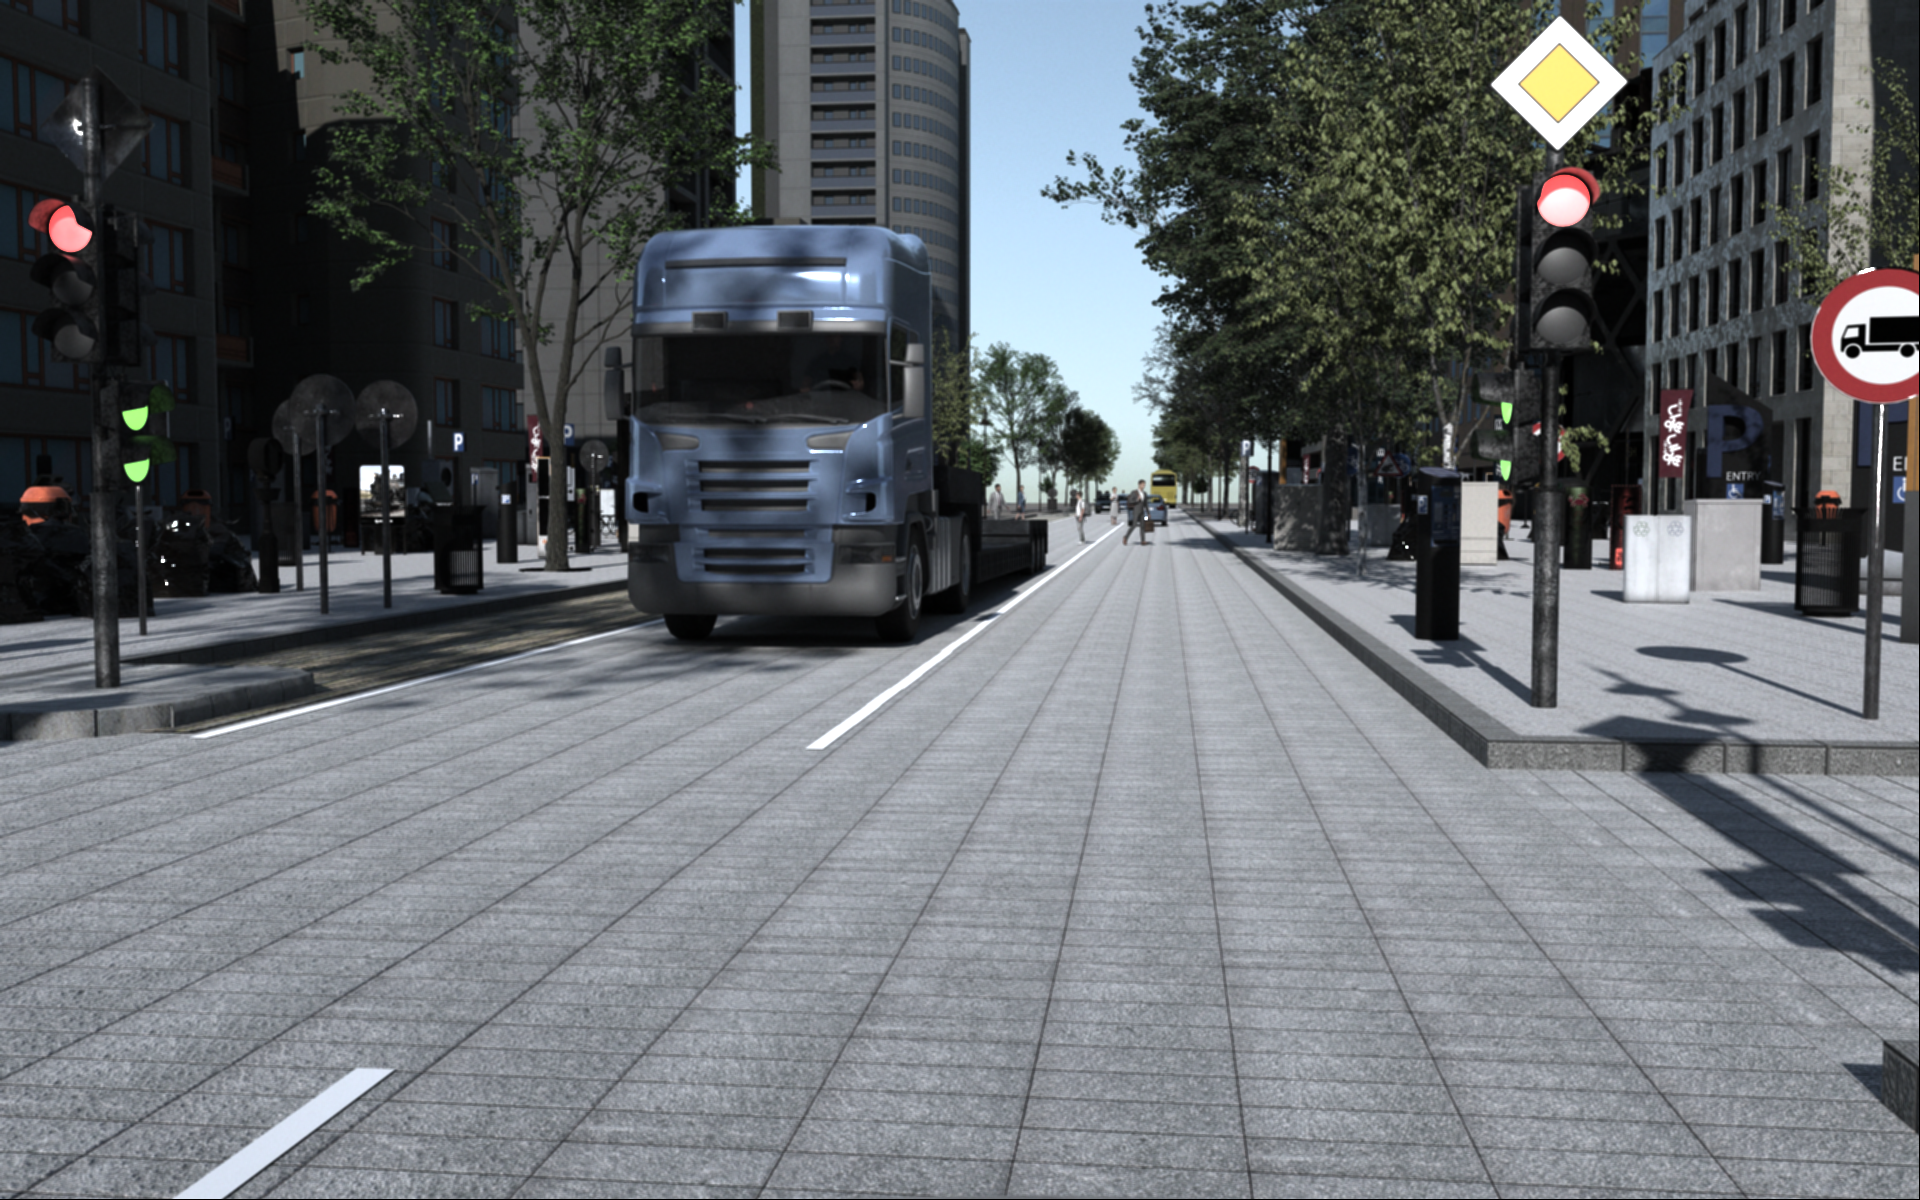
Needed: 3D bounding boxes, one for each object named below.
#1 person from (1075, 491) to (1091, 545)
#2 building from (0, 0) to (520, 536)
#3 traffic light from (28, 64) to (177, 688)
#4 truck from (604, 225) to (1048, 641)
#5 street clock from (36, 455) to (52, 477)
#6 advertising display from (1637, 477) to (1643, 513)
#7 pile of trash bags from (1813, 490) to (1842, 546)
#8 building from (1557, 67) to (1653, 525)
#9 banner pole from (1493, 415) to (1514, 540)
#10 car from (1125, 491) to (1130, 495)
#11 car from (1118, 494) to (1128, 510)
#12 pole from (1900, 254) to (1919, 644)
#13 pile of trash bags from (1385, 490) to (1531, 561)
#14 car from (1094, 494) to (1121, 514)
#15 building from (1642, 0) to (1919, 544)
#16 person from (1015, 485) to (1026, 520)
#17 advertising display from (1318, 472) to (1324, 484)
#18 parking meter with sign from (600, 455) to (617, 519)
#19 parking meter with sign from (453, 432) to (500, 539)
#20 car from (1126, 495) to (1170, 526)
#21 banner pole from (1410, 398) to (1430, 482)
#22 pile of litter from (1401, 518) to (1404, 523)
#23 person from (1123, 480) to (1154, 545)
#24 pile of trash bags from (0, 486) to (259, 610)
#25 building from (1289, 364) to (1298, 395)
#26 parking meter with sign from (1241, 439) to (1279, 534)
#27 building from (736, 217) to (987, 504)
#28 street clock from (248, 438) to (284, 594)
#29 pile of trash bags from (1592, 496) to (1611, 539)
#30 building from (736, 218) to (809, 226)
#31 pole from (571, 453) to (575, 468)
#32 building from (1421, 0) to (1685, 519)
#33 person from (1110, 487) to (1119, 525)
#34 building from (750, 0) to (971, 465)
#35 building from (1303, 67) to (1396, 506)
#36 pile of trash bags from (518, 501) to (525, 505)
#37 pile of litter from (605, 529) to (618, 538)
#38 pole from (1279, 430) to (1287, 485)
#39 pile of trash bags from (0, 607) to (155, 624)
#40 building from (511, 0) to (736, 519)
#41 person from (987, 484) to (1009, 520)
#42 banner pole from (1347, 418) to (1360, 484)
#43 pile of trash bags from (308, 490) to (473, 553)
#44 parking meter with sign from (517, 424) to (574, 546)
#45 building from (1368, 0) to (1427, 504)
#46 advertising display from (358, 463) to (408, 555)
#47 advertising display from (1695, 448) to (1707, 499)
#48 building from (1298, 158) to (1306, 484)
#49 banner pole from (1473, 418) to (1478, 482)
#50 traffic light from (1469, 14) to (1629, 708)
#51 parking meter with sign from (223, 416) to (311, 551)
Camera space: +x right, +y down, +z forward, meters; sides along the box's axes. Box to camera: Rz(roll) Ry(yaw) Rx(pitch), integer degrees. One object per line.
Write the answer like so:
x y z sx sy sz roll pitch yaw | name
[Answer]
3.443 -2.335 49.268 0.523 1.515 0.503 -3 5 -41 | person
-30.963 -12.459 48.750 27.650 21.520 28.899 0 4 7 | building
-5.647 -1.374 11.389 0.839 4.253 0.868 0 4 7 | traffic light
-0.724 -2.088 23.892 2.967 4.110 18.799 0 4 7 | truck
-16.908 -1.679 32.024 0.358 2.002 0.471 -2 4 -31 | street clock
26.278 -3.737 66.305 0.123 1.923 0.974 -1 4 -18 | advertising display
22.525 -1.970 41.962 3.447 1.369 1.912 3 5 40 | pile of trash bags
33.912 -12.623 73.837 16.820 18.784 16.811 0 4 7 | building
15.115 -3.561 48.238 0.863 3.779 0.401 -2 4 -33 | banner pole
15.207 -9.166 159.650 2.009 1.686 4.222 0 4 7 | car
12.713 -7.554 135.517 2.014 1.417 4.499 0 4 7 | car
8.203 -1.281 14.789 0.158 3.312 0.155 0 3 0 | pole
9.937 -1.487 34.069 1.912 1.369 3.447 3 5 43 | pile of trash bags
10.912 -7.229 127.980 2.009 1.686 4.222 0 4 8 | car
28.360 -12.058 51.897 10.420 20.320 16.860 0 4 7 | building
2.725 -4.230 77.678 0.581 1.822 0.654 -3 5 -43 | person
10.447 -2.746 50.112 0.123 1.923 0.974 0 4 6 | advertising display
-16.066 -5.029 78.493 0.543 3.016 1.738 -2 4 -30 | parking meter with sign
-13.576 -3.261 49.574 0.543 3.016 1.738 3 5 41 | parking meter with sign
8.481 -4.050 78.214 2.014 1.417 4.499 0 4 7 | car
11.348 -3.217 42.613 0.863 3.779 0.401 -3 4 -36 | banner pole
18.062 -3.559 72.147 1.719 0.858 1.176 0 4 -3 | pile of litter
4.994 -2.446 48.461 0.622 1.834 0.822 -3 5 -42 | person
-10.326 -0.716 21.464 1.912 1.369 3.447 1 4 9 | pile of trash bags
51.375 -28.249 233.570 14.160 30.474 14.107 0 4 7 | building
9.855 -3.614 55.355 1.738 3.016 0.543 -2 4 -27 | parking meter with sign
-13.245 -32.677 226.148 32.217 40.220 23.993 0 4 7 | building
-8.948 -1.089 22.382 0.358 2.002 0.471 1 4 11 | street clock
17.698 -2.397 48.944 1.912 1.369 3.447 -1 4 -22 | pile of trash bags
-22.050 -17.092 124.489 27.650 21.520 28.899 0 4 7 | building
-19.234 -5.647 86.172 0.158 3.312 0.155 0 3 0 | pole
36.909 -27.966 107.351 14.600 45.320 14.200 0 4 7 | building
7.242 -4.383 80.726 0.480 1.755 0.524 -3 4 -37 | person
-10.818 -40.188 199.073 21.231 58.520 28.212 0 4 7 | building
50.417 -34.803 192.733 21.300 48.544 21.600 0 4 7 | building
-18.421 -3.780 71.551 1.912 1.369 3.447 1 4 14 | pile of trash bags
-9.615 -2.258 50.876 1.719 0.858 1.176 -1 4 -15 | pile of litter
9.270 -3.420 49.765 0.158 3.312 0.155 0 3 0 | pole
-10.143 -0.473 17.481 1.912 1.369 3.447 3 5 45 | pile of trash bags
-21.745 -40.349 97.960 20.563 71.187 20.611 0 4 7 | building
1.331 -3.270 62.231 0.678 1.792 0.850 -2 4 -32 | person
11.330 -3.692 50.385 0.863 3.779 0.401 -1 4 -12 | banner pole
-12.732 -1.764 38.591 3.447 1.369 1.912 -3 5 -39 | pile of trash bags
-10.460 -2.877 43.292 1.738 3.016 0.543 2 4 31 | parking meter with sign
43.204 -28.984 128.521 22.147 44.769 28.867 0 4 7 | building
-12.166 -1.915 36.517 0.974 1.923 0.123 -1 4 -9 | advertising display
10.435 -1.175 24.433 0.123 1.923 0.974 1 4 22 | advertising display
53.528 -36.109 214.077 21.300 48.544 21.600 0 4 7 | building
16.968 -4.103 57.107 0.401 3.779 0.863 1 4 17 | banner pole
3.504 -1.310 10.335 0.839 4.253 0.868 0 4 7 | traffic light
-15.681 -2.630 39.255 1.738 3.016 0.543 -3 5 -42 | parking meter with sign
